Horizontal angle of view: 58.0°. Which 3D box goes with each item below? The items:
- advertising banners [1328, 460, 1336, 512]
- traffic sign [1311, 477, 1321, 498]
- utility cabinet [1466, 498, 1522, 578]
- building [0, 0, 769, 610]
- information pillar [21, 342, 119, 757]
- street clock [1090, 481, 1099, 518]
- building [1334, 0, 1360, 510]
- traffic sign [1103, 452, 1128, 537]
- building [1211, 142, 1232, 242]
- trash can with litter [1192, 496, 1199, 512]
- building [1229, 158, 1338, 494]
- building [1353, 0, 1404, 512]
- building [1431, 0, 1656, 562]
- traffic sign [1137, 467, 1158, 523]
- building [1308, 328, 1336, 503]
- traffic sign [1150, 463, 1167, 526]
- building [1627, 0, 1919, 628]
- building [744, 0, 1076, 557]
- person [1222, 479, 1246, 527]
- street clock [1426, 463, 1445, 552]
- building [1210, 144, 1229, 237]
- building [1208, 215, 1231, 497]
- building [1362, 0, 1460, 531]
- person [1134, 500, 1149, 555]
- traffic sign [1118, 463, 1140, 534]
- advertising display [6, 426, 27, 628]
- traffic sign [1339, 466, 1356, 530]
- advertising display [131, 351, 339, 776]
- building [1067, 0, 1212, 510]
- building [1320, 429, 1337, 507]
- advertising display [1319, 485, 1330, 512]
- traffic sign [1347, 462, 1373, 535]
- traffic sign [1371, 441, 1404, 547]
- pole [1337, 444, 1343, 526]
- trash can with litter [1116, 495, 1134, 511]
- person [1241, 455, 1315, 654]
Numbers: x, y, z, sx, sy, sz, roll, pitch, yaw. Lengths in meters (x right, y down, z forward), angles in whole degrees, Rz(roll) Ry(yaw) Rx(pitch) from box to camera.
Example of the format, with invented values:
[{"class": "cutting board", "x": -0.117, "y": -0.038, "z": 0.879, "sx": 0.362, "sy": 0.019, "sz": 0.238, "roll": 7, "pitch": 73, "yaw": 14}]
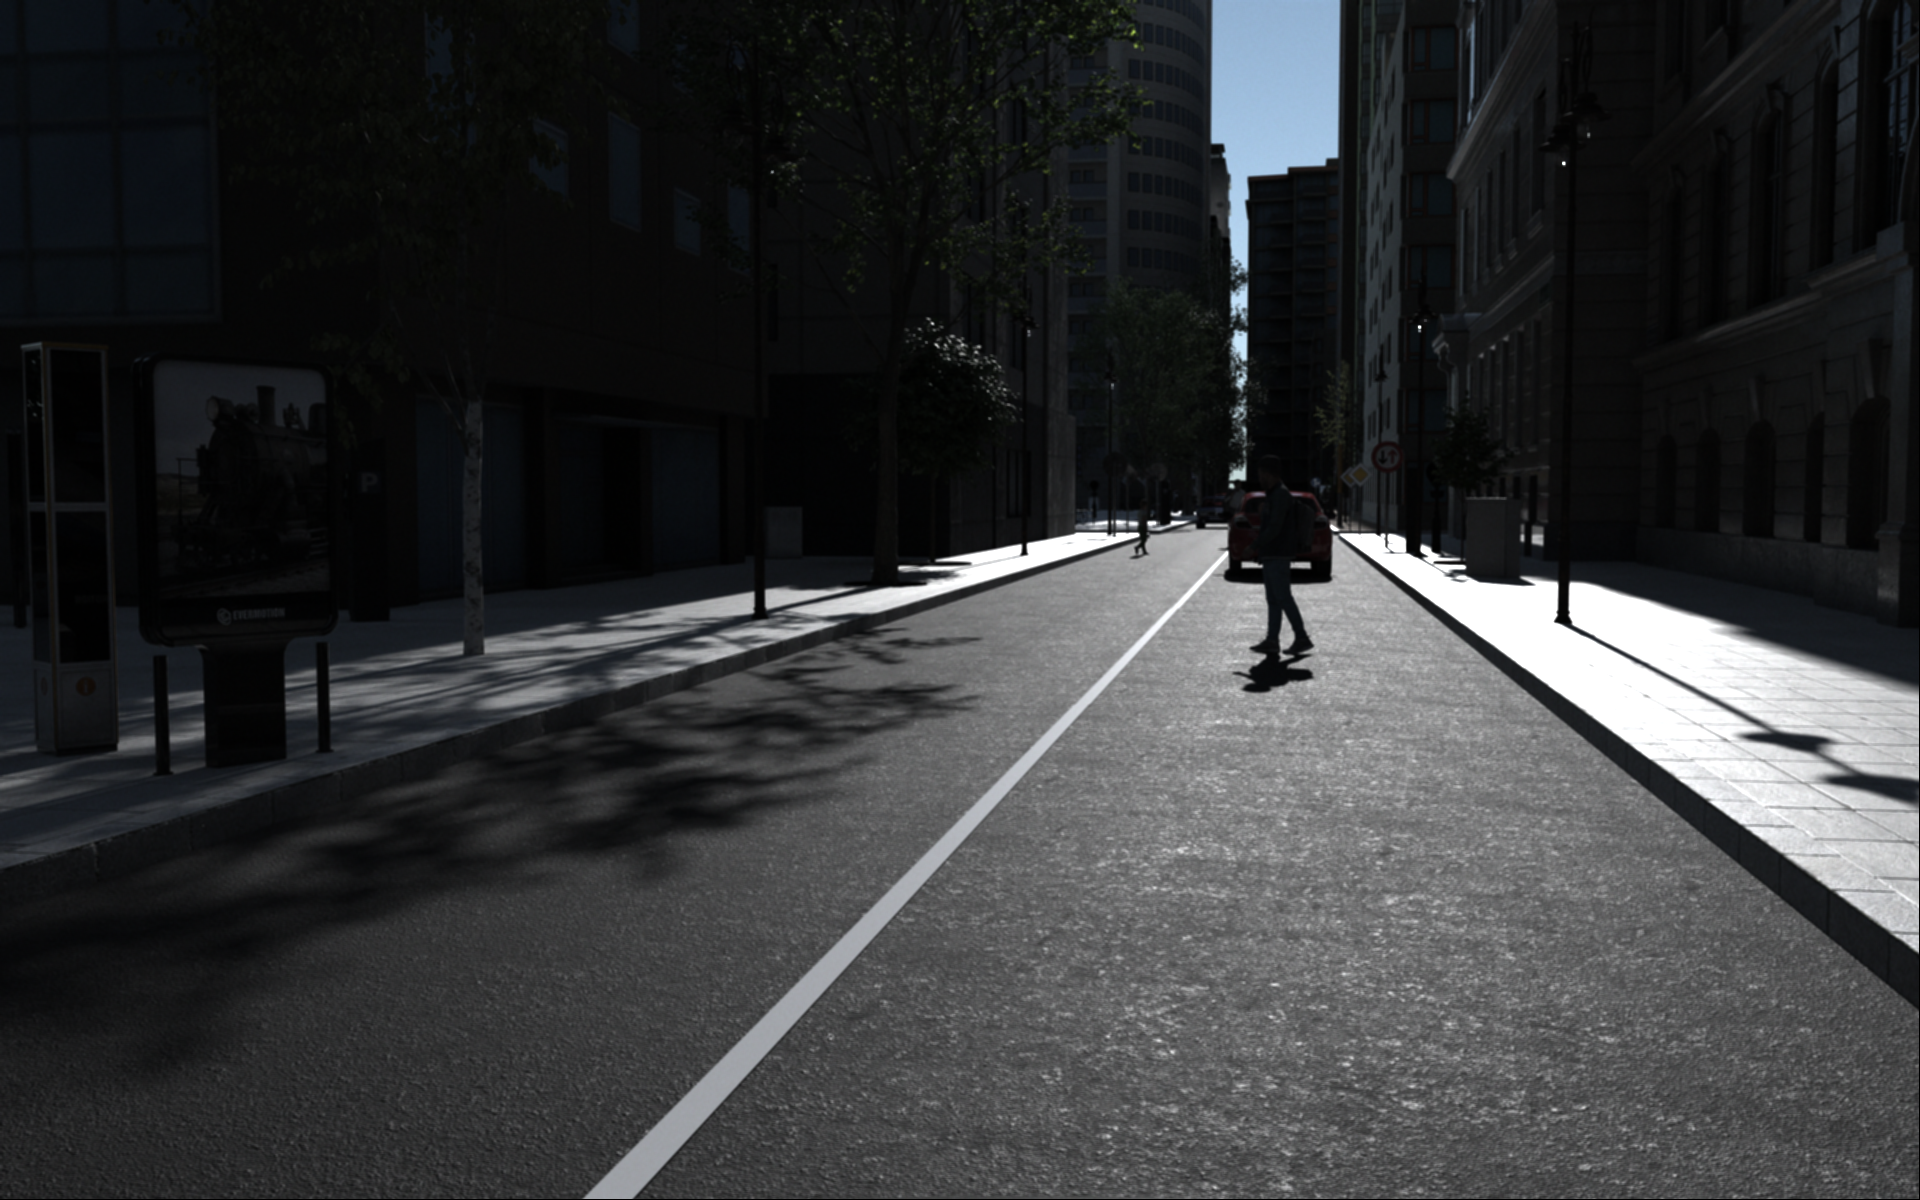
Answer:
[{"class": "advertising banners", "x": 19.175, "y": -5.693, "z": 89.267, "sx": 0.090, "sy": 3.025, "sz": 2.074, "roll": 1, "pitch": 4, "yaw": 21}, {"class": "traffic sign", "x": 27.185, "y": -8.084, "z": 132.286, "sx": 0.768, "sy": 2.556, "sz": 0.104, "roll": 1, "pitch": 4, "yaw": 11}, {"class": "utility cabinet", "x": 8.265, "y": -0.959, "z": 26.844, "sx": 0.306, "sy": 1.237, "sz": 1.020, "roll": -1, "pitch": 4, "yaw": -19}, {"class": "building", "x": -11.668, "y": -22.960, "z": 25.507, "sx": 14.600, "sy": 45.320, "sz": 14.200, "roll": 1, "pitch": 4, "yaw": 11}, {"class": "information pillar", "x": -4.407, "y": -0.250, "z": 8.586, "sx": 0.304, "sy": 2.012, "sz": 0.304, "roll": 3, "pitch": 5, "yaw": 44}, {"class": "street clock", "x": 7.171, "y": -5.374, "z": 92.439, "sx": 0.471, "sy": 2.002, "sz": 0.358, "roll": 2, "pitch": 4, "yaw": 25}, {"class": "building", "x": 37.909, "y": -30.005, "z": 140.687, "sx": 14.600, "sy": 45.320, "sz": 14.200, "roll": 1, "pitch": 4, "yaw": 11}, {"class": "traffic sign", "x": 4.653, "y": -3.181, "z": 52.123, "sx": 0.768, "sy": 2.556, "sz": 0.104, "roll": 1, "pitch": 4, "yaw": 20}, {"class": "building", "x": 21.152, "y": -37.601, "z": 234.376, "sx": 30.456, "sy": 49.044, "sz": 23.786, "roll": 1, "pitch": 4, "yaw": 11}, {"class": "trash can with litter", "x": 16.678, "y": -6.932, "z": 124.729, "sx": 1.055, "sy": 1.170, "sz": 0.624, "roll": -3, "pitch": 5, "yaw": -44}, {"class": "building", "x": 50.575, "y": -35.085, "z": 228.263, "sx": 28.867, "sy": 44.769, "sz": 22.147, "roll": 1, "pitch": 4, "yaw": 11}, {"class": "building", "x": 36.107, "y": -27.097, "z": 126.622, "sx": 14.154, "sy": 41.232, "sz": 14.086, "roll": 1, "pitch": 4, "yaw": 11}, {"class": "building", "x": 19.037, "y": -15.579, "z": 40.627, "sx": 13.634, "sy": 28.700, "sz": 20.117, "roll": 1, "pitch": 4, "yaw": 11}, {"class": "traffic sign", "x": 6.832, "y": -3.646, "z": 63.258, "sx": 0.795, "sy": 2.450, "sz": 0.064, "roll": 1, "pitch": 4, "yaw": 11}, {"class": "building", "x": 53.192, "y": -21.280, "z": 192.969, "sx": 27.650, "sy": 21.520, "sz": 28.899, "roll": 1, "pitch": 4, "yaw": 11}, {"class": "traffic sign", "x": 7.985, "y": -4.271, "z": 69.939, "sx": 0.768, "sy": 2.556, "sz": 0.104, "roll": 1, "pitch": 4, "yaw": 11}, {"class": "building", "x": 14.481, "y": -11.907, "z": 13.758, "sx": 14.460, "sy": 24.649, "sz": 34.723, "roll": 1, "pitch": 4, "yaw": 11}, {"class": "building", "x": -8.328, "y": -37.100, "z": 44.831, "sx": 20.611, "sy": 71.187, "sz": 20.563, "roll": 1, "pitch": 4, "yaw": 11}, {"class": "person", "x": 7.455, "y": -2.350, "z": 47.030, "sx": 0.679, "sy": 1.850, "sz": 0.850, "roll": 0, "pitch": 4, "yaw": 2}, {"class": "street clock", "x": 10.514, "y": -2.056, "z": 38.188, "sx": 0.471, "sy": 2.002, "sz": 0.358, "roll": 1, "pitch": 4, "yaw": 22}, {"class": "building", "x": 24.579, "y": -31.884, "z": 204.900, "sx": 14.086, "sy": 41.232, "sz": 14.154, "roll": 1, "pitch": 4, "yaw": 11}, {"class": "building", "x": 22.046, "y": -25.475, "z": 188.212, "sx": 14.160, "sy": 30.474, "sz": 14.107, "roll": 1, "pitch": 4, "yaw": 11}, {"class": "building", "x": 32.150, "y": -13.841, "z": 71.341, "sx": 28.899, "sy": 21.520, "sz": 27.650, "roll": 1, "pitch": 4, "yaw": 11}, {"class": "person", "x": 4.271, "y": -1.711, "z": 40.721, "sx": 0.306, "sy": 1.304, "sz": 0.590, "roll": 3, "pitch": 5, "yaw": 42}, {"class": "traffic sign", "x": 5.367, "y": -3.166, "z": 55.408, "sx": 0.795, "sy": 2.450, "sz": 0.064, "roll": 1, "pitch": 4, "yaw": 11}, {"class": "advertising display", "x": -9.196, "y": -0.714, "z": 16.893, "sx": 0.123, "sy": 1.923, "sz": 0.974, "roll": -2, "pitch": 4, "yaw": -28}, {"class": "traffic sign", "x": 13.950, "y": -3.564, "z": 61.913, "sx": 0.795, "sy": 2.450, "sz": 0.064, "roll": 1, "pitch": 4, "yaw": 11}, {"class": "advertising display", "x": -3.406, "y": -0.183, "z": 8.212, "sx": 0.123, "sy": 1.923, "sz": 0.974, "roll": 2, "pitch": 4, "yaw": 34}, {"class": "building", "x": 10.853, "y": -37.325, "z": 152.265, "sx": 21.231, "sy": 58.520, "sz": 28.212, "roll": 1, "pitch": 4, "yaw": 11}, {"class": "building", "x": 45.696, "y": -51.900, "z": 161.232, "sx": 22.319, "sy": 86.520, "sz": 31.000, "roll": 1, "pitch": 4, "yaw": 11}, {"class": "advertising display", "x": 25.843, "y": -7.172, "z": 122.471, "sx": 0.974, "sy": 1.923, "sz": 0.123, "roll": 3, "pitch": 5, "yaw": 45}, {"class": "traffic sign", "x": 12.485, "y": -3.084, "z": 54.063, "sx": 0.795, "sy": 2.450, "sz": 0.064, "roll": 1, "pitch": 4, "yaw": 11}, {"class": "traffic sign", "x": 10.263, "y": -2.538, "z": 41.609, "sx": 0.768, "sy": 2.556, "sz": 0.104, "roll": 1, "pitch": 4, "yaw": 15}, {"class": "pole", "x": 15.452, "y": -4.682, "z": 70.393, "sx": 0.158, "sy": 3.312, "sz": 0.155, "roll": 0, "pitch": 3, "yaw": 0}, {"class": "trash can with litter", "x": 12.008, "y": -7.180, "z": 128.458, "sx": 2.233, "sy": 1.210, "sz": 1.678, "roll": -1, "pitch": 4, "yaw": -23}, {"class": "person", "x": 2.866, "y": -0.418, "z": 15.679, "sx": 0.721, "sy": 1.781, "sz": 0.623, "roll": 0, "pitch": 4, "yaw": -1}]
